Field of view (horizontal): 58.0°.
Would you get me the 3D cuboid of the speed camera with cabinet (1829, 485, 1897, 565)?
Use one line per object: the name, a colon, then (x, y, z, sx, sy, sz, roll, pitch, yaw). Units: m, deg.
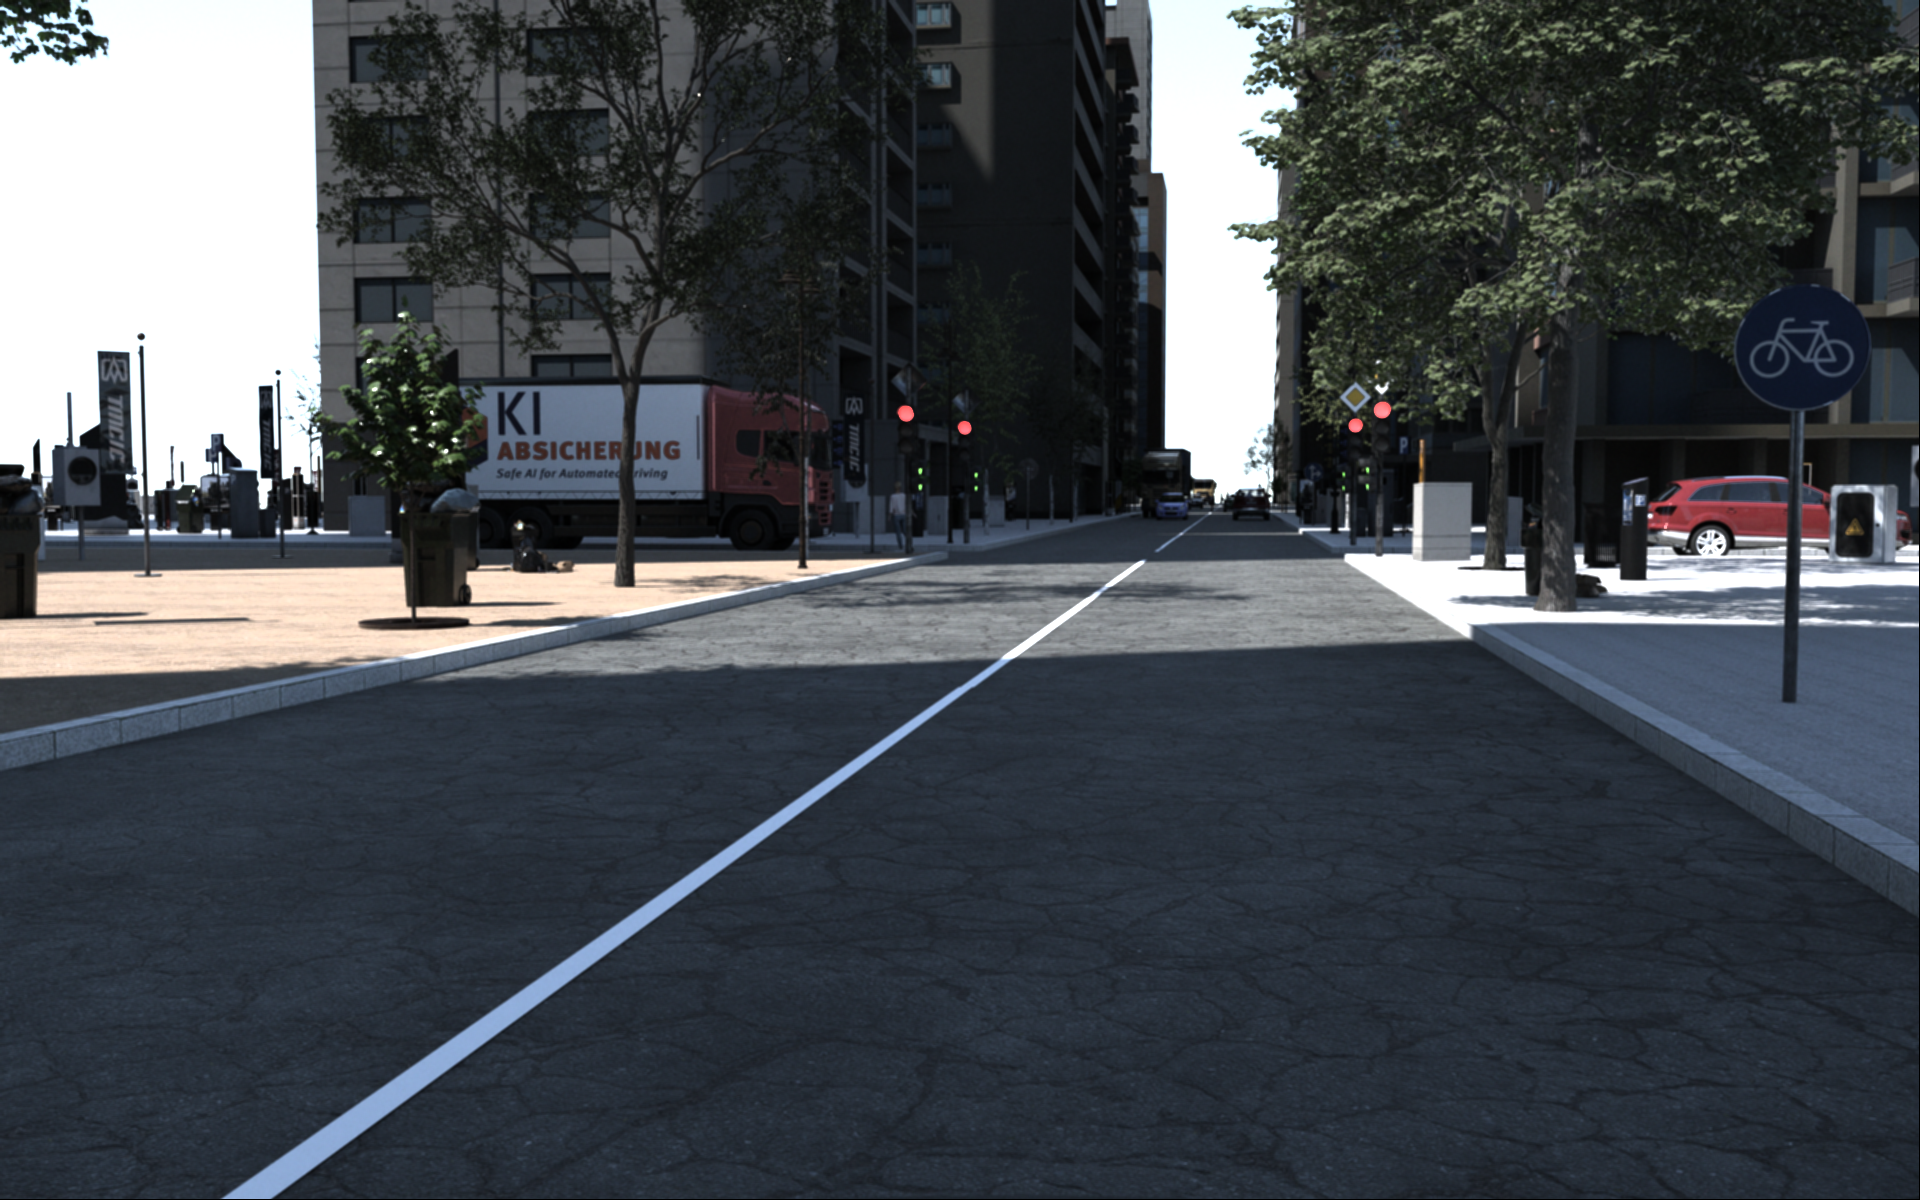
speed camera with cabinet: (16.949, -2.266, 31.388, 0.660, 3.252, 2.038, -3, 5, -42)

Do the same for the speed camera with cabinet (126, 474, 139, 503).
speed camera with cabinet: (-49.046, -6.525, 101.017, 2.038, 3.252, 0.660, -2, 4, -28)

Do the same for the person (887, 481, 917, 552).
person: (-1.335, -2.021, 42.208, 0.731, 1.740, 0.598, -3, 5, -44)

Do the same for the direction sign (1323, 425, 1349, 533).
direction sign: (12.328, -3.965, 56.821, 0.876, 3.537, 0.379, 0, 4, -5)

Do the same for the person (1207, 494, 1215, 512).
person: (20.182, -7.808, 139.401, 0.697, 1.427, 0.421, -1, 4, -16)

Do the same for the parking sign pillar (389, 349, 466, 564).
parking sign pillar: (-9.967, -2.689, 32.431, 1.447, 3.967, 1.447, 0, 4, 4)

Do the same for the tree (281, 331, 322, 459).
tree: (-27.780, -7.751, 77.099, 4.737, 8.622, 4.395, 0, 3, 0)

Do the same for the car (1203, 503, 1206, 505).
car: (31.870, -13.478, 229.951, 1.945, 1.707, 3.694, 0, 4, 8)

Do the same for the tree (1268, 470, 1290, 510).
tree: (29.678, -10.148, 160.524, 1.663, 3.219, 1.824, 0, 3, 0)

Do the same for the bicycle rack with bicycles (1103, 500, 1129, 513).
bicycle rack with bicycles: (10.097, -6.182, 114.455, 2.852, 0.926, 2.925, 0, 4, 7)

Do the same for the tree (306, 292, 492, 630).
tree: (-5.415, -1.349, 16.664, 1.663, 3.219, 1.824, 0, 3, 0)

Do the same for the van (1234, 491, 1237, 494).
van: (41.414, -15.309, 257.314, 2.013, 2.044, 4.112, 1, 4, 9)

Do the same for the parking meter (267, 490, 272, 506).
parking meter: (-39.910, -5.615, 100.214, 0.372, 1.533, 0.369, 0, 3, 0)

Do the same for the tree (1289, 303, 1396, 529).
tree: (14.284, -6.941, 63.843, 4.737, 8.622, 4.395, 0, 3, 0)

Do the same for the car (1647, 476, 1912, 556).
car: (17.481, -1.742, 37.156, 5.304, 1.827, 2.281, 1, 4, 11)

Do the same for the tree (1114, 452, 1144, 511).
tree: (13.564, -9.162, 133.518, 4.285, 4.588, 4.351, 0, 3, 0)

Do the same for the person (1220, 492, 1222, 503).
person: (39.970, -15.618, 264.654, 0.445, 1.727, 0.742, 0, 4, 8)

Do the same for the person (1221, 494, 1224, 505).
person: (35.451, -13.592, 233.958, 0.599, 1.433, 0.991, 0, 4, -5)

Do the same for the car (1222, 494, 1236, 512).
car: (21.762, -7.657, 136.993, 2.131, 1.459, 4.920, 1, 4, 9)

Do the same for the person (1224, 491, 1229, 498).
person: (31.350, -11.913, 203.282, 0.705, 1.822, 1.348, -1, 4, -18)

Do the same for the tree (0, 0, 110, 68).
tree: (-6.679, -5.057, 8.436, 9.928, 11.665, 9.643, 0, 3, 0)

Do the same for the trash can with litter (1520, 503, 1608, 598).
trash can with litter: (7.603, -0.635, 21.776, 1.055, 1.170, 0.624, 3, 5, 39)

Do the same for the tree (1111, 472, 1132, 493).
tree: (11.969, -8.178, 128.308, 1.663, 3.219, 1.824, 0, 3, 0)

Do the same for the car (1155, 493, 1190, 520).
car: (11.874, -5.335, 96.811, 1.945, 1.707, 3.694, 1, 4, 9)

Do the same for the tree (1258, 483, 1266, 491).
tree: (47.079, -16.967, 272.007, 1.663, 3.219, 1.824, 0, 3, 0)

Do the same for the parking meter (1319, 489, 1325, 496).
parking meter: (17.489, -4.598, 83.588, 0.372, 1.533, 0.369, 0, 3, 0)

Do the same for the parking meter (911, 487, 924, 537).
parking meter: (-1.278, -2.642, 51.603, 0.372, 1.533, 0.369, 0, 3, 0)

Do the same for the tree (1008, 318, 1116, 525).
tree: (3.883, -7.430, 71.838, 4.360, 8.622, 3.978, 0, 3, 0)

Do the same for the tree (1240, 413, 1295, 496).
tree: (35.814, -16.239, 199.918, 7.601, 10.594, 8.767, 1, 4, 23)

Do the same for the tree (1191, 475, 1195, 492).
tree: (36.146, -17.867, 275.837, 4.285, 4.588, 4.351, 0, 3, 0)

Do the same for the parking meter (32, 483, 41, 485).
parking meter: (-20.732, -1.853, 38.701, 0.372, 1.533, 0.369, 0, 3, 0)

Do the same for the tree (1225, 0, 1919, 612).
tree: (6.915, -6.133, 18.399, 7.486, 12.596, 7.792, 0, 3, 0)

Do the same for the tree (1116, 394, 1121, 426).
tree: (5.647, -8.143, 83.498, 4.360, 8.622, 3.978, 0, 3, 0)

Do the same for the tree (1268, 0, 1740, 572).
tree: (8.981, -6.297, 28.715, 9.928, 11.665, 9.643, 0, 3, 0)

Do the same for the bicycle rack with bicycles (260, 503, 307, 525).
bicycle rack with bicycles: (-28.784, -3.610, 72.402, 2.852, 0.926, 2.925, 1, 4, 19)

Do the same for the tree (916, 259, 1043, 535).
tree: (0.712, -6.321, 53.712, 4.737, 8.622, 4.395, 0, 3, 0)

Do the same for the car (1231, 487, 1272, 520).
car: (16.236, -5.375, 96.554, 2.281, 1.827, 5.304, 1, 4, 9)

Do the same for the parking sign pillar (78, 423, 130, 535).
parking sign pillar: (-26.929, -4.031, 54.378, 1.447, 3.967, 1.447, -3, 4, -37)

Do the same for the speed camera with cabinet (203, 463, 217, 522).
speed camera with cabinet: (-34.167, -5.172, 78.893, 0.660, 3.252, 2.038, -1, 4, -22)

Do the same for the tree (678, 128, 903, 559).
tree: (-3.309, -5.122, 34.107, 4.360, 8.622, 3.978, 0, 3, 0)

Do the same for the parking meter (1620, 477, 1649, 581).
parking meter: (10.034, -1.062, 25.774, 0.372, 1.533, 0.369, 0, 3, 0)

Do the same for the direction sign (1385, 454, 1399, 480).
direction sign: (24.274, -6.433, 97.169, 0.876, 3.537, 0.379, 2, 4, 34)

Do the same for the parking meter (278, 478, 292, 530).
parking meter: (-24.028, -3.423, 61.674, 0.255, 1.863, 0.399, 3, 4, 38)

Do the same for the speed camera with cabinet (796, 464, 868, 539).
speed camera with cabinet: (-3.696, -3.388, 49.730, 2.038, 3.252, 0.660, -1, 4, -20)

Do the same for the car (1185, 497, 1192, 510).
car: (20.357, -8.958, 159.037, 1.945, 1.354, 3.894, 0, 4, 8)

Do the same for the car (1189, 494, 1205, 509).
car: (22.957, -9.782, 169.720, 2.009, 1.686, 4.222, 0, 4, 7)

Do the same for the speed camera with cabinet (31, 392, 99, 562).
speed camera with cabinet: (-17.467, -2.356, 32.856, 0.660, 3.252, 2.038, 3, 4, 38)

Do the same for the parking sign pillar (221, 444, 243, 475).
parking sign pillar: (-38.436, -6.305, 91.564, 1.447, 3.967, 1.447, 1, 4, 13)

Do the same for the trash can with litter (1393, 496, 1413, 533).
trash can with litter: (14.868, -2.816, 57.094, 2.233, 1.210, 1.678, 1, 4, 10)

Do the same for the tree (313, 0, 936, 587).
tree: (-4.637, -5.436, 23.285, 8.767, 10.594, 7.601, 0, 4, -4)
